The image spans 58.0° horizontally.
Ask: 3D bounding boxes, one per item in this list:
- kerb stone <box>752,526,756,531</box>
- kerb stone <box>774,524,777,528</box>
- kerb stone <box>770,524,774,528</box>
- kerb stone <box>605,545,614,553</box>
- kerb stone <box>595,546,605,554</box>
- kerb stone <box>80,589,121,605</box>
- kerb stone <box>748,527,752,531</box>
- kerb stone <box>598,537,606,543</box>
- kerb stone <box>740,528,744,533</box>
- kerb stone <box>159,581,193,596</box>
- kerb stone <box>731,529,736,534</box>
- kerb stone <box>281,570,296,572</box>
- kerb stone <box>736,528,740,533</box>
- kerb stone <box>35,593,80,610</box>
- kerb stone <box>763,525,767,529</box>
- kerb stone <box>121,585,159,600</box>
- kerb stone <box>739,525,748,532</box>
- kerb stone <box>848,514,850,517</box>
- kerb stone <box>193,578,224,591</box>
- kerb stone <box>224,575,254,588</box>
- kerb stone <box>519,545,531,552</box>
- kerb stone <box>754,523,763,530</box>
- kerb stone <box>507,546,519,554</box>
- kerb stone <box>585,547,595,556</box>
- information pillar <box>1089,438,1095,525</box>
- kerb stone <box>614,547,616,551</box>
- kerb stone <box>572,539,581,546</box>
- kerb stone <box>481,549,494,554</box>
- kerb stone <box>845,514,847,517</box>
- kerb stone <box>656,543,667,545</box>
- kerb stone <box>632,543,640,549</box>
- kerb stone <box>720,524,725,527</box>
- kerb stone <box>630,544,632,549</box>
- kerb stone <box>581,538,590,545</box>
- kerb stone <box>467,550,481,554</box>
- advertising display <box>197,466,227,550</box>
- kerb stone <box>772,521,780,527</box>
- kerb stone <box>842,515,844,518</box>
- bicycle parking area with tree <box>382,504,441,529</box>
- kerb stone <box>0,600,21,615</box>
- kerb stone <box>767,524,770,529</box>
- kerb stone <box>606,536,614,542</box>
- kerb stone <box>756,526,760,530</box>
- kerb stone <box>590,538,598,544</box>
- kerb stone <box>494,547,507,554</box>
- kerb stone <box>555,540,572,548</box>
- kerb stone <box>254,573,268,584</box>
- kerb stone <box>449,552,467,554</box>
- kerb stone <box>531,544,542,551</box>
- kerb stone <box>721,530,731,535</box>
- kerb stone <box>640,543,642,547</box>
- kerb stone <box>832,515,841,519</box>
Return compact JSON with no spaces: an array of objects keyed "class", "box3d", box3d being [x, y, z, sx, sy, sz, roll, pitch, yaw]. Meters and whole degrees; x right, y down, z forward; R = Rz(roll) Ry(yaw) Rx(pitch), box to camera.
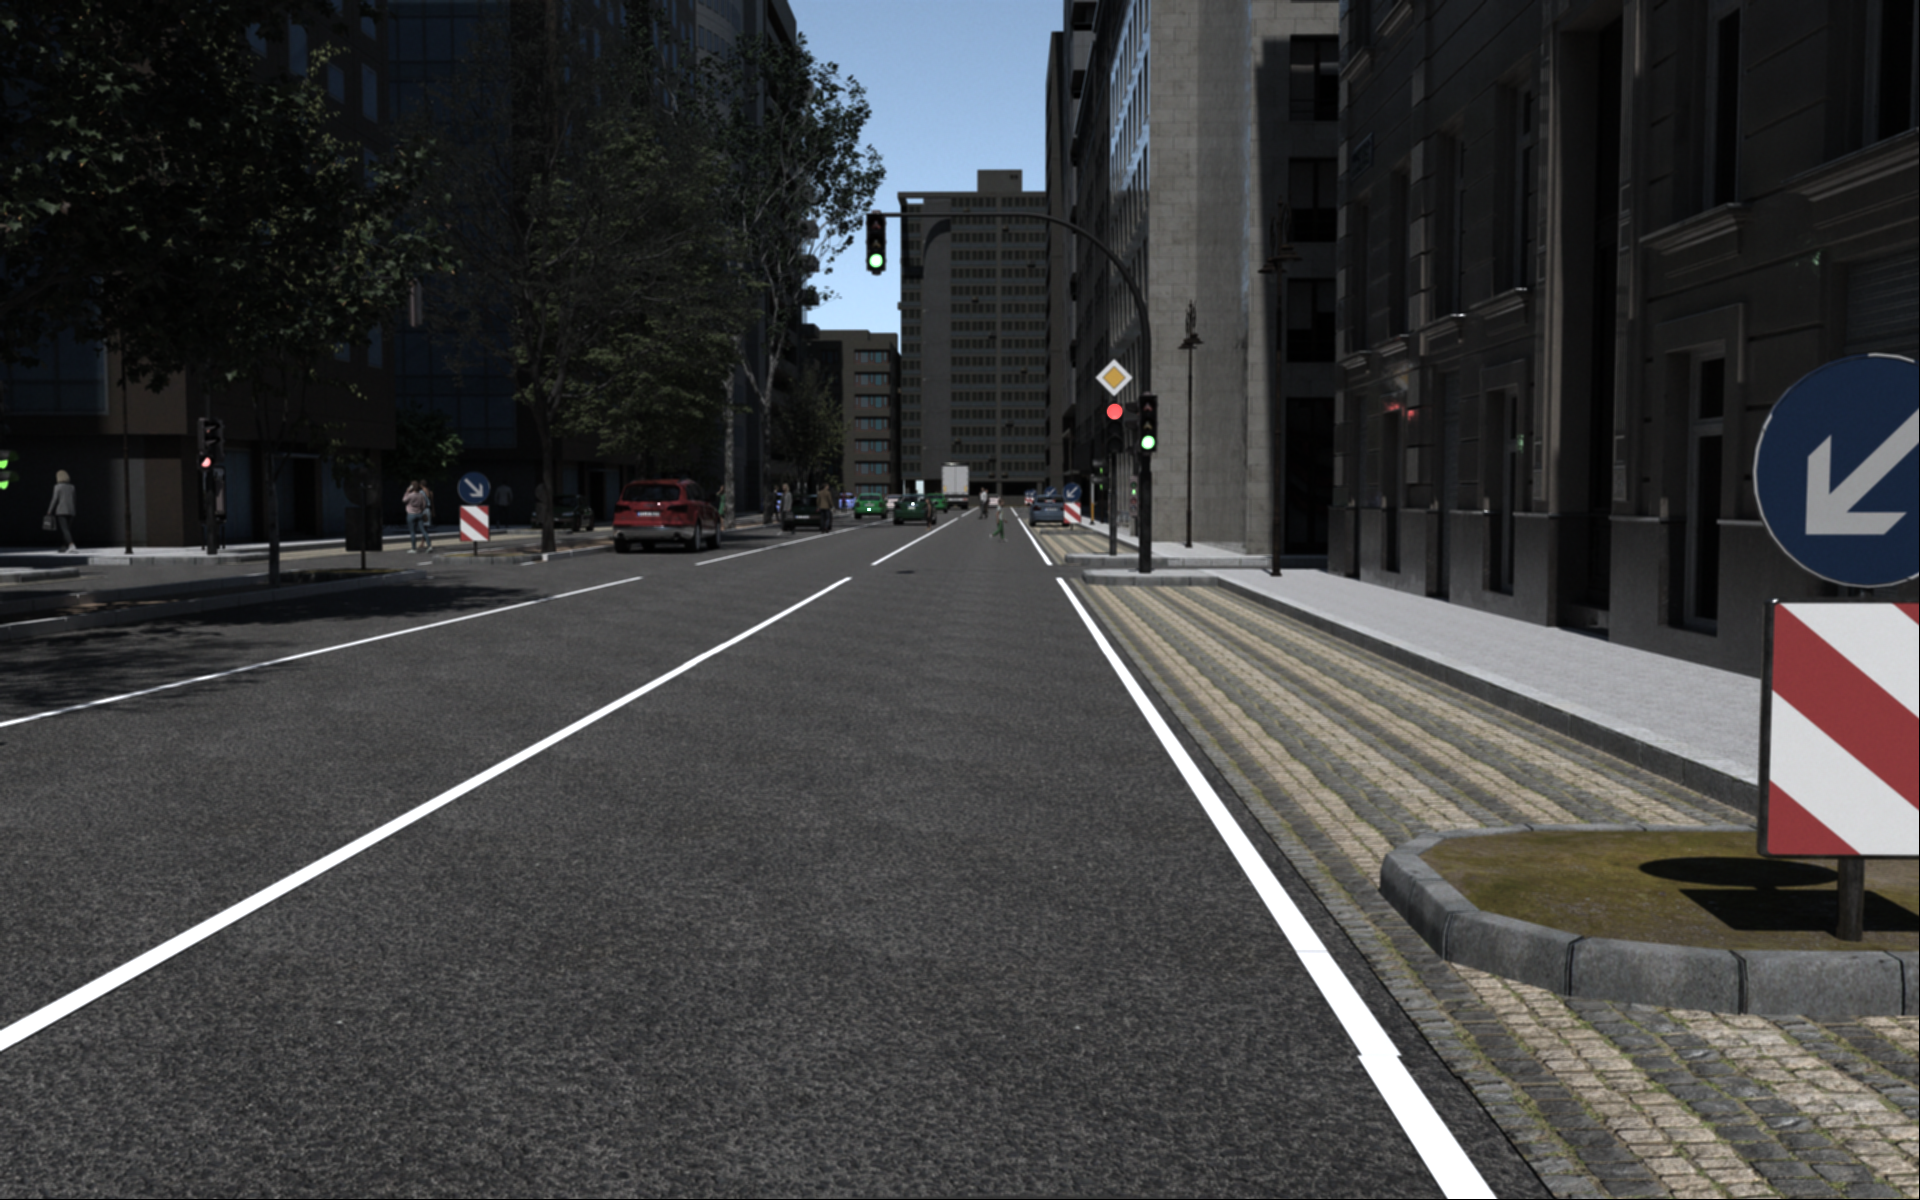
[{"class":"kerb stone","box3d":[-8.136,-2.747,67.183,0.120,0.150,1.000,0,4,1]},{"class":"kerb stone","box3d":[-7.982,-3.127,73.323,0.120,0.150,1.000,0,4,1]},{"class":"kerb stone","box3d":[-8.015,-3.064,72.294,0.120,0.150,1.000,0,4,1]},{"class":"kerb stone","box3d":[-8.741,-1.248,42.599,0.120,0.150,1.000,0,4,1]},{"class":"kerb stone","box3d":[-8.762,-1.185,41.574,0.120,0.150,1.000,0,4,1]},{"class":"kerb stone","box3d":[-11.323,-0.028,22.658,0.120,0.150,1.000,0,4,1]},{"class":"kerb stone","box3d":[-8.163,-2.685,66.161,0.120,0.150,1.000,0,4,1]},{"class":"kerb stone","box3d":[-10.635,-1.752,50.874,0.120,0.150,1.000,0,4,1]},{"class":"kerb stone","box3d":[-8.217,-2.557,64.108,0.120,0.150,1.000,0,4,1]},{"class":"kerb stone","box3d":[-11.275,-0.153,24.702,0.120,0.150,1.000,0,4,1]},{"class":"kerb stone","box3d":[-8.263,-2.438,62.049,0.120,0.150,1.000,0,4,1]},{"class":"kerb stone","box3d":[-11.176,-0.404,28.795,0.120,0.150,1.000,0,4,1]},{"class":"kerb stone","box3d":[-8.237,-2.499,63.076,0.120,0.150,1.000,0,4,1]},{"class":"kerb stone","box3d":[-11.347,0.035,21.630,0.120,0.150,1.000,0,4,1]},{"class":"kerb stone","box3d":[-8.071,-2.939,70.248,0.120,0.150,1.000,0,4,1]},{"class":"kerb stone","box3d":[-11.295,-0.091,23.680,0.120,0.150,1.000,0,4,1]},{"class":"kerb stone","box3d":[-8.191,-2.624,65.132,0.120,0.150,1.000,0,4,1]},{"class":"kerb stone","box3d":[-7.136,-5.261,108.205,0.120,0.150,1.000,0,4,1]},{"class":"kerb stone","box3d":[-11.253,-0.216,25.726,0.120,0.150,1.000,0,4,1]},{"class":"kerb stone","box3d":[-11.223,-0.277,26.752,0.120,0.150,1.000,0,4,1]},{"class":"kerb stone","box3d":[-10.835,-1.251,42.673,0.120,0.150,1.000,0,4,1]},{"class":"kerb stone","box3d":[-8.087,-2.875,69.226,0.120,0.150,1.000,0,4,1]},{"class":"kerb stone","box3d":[-10.861,-1.189,41.638,0.120,0.150,1.000,0,4,1]},{"class":"kerb stone","box3d":[-8.788,-1.118,40.551,0.120,0.150,1.000,0,4,1]},{"class":"information pillar","box3d":[5.555,-4.985,72.858,0.183,3.616,0.504,0,4,-5]},{"class":"kerb stone","box3d":[-8.718,-1.306,43.625,0.120,0.150,1.000,0,4,1]},{"class":"kerb stone","box3d":[-10.707,-1.566,47.797,0.120,0.150,1.000,0,4,1]},{"class":"kerb stone","box3d":[-10.915,-1.063,39.589,0.120,0.150,1.000,0,4,1]},{"class":"kerb stone","box3d":[-7.186,-5.135,106.150,0.120,0.150,1.000,0,4,1]},{"class":"kerb stone","box3d":[-8.564,-1.680,49.760,0.120,0.150,1.000,0,4,1]},{"class":"kerb stone","box3d":[-8.660,-1.436,45.669,0.120,0.150,1.000,0,4,1]},{"class":"kerb stone","box3d":[-10.082,-3.130,73.446,0.120,0.150,1.000,0,4,1]},{"class":"kerb stone","box3d":[-8.688,-1.370,44.648,0.120,0.150,1.000,0,4,1]},{"class":"kerb stone","box3d":[-10.685,-1.629,48.823,0.120,0.150,1.000,0,4,1]},{"class":"kerb stone","box3d":[-10.936,-0.997,38.560,0.120,0.150,1.000,0,4,1]},{"class":"advertising display","box3d":[-17.197,-2.118,39.844,0.123,1.923,0.974,0,4,7]},{"class":"kerb stone","box3d":[-7.964,-3.190,74.349,0.120,0.150,1.000,0,4,1]},{"class":"kerb stone","box3d":[-7.244,-5.009,104.099,0.120,0.150,1.000,0,4,1]},{"class":"bicycle parking area with tree","box3d":[-24.708,-4.739,64.481,9.016,4.147,8.231,-3,4,-38]},{"class":"kerb stone","box3d":[-11.375,0.100,20.609,0.120,0.150,1.000,0,4,1]},{"class":"kerb stone","box3d":[-8.033,-3.002,71.270,0.120,0.150,1.000,0,4,1]},{"class":"kerb stone","box3d":[-10.612,-1.816,51.896,0.120,0.150,1.000,0,4,1]},{"class":"kerb stone","box3d":[-8.112,-2.812,68.204,0.120,0.150,1.000,0,4,1]},{"class":"kerb stone","box3d":[-10.657,-1.691,49.848,0.120,0.150,1.000,0,4,1]},{"class":"kerb stone","box3d":[-10.889,-1.119,40.612,0.120,0.150,1.000,0,4,1]},{"class":"kerb stone","box3d":[-10.736,-1.503,46.772,0.120,0.150,1.000,0,4,1]},{"class":"kerb stone","box3d":[-11.198,-0.341,27.774,0.120,0.150,1.000,0,4,1]},{"class":"kerb stone","box3d":[-10.959,-0.937,37.523,0.120,0.150,1.000,0,4,1]},{"class":"kerb stone","box3d":[-10.813,-1.315,43.699,0.120,0.150,1.000,0,4,1]},{"class":"kerb stone","box3d":[-8.282,-2.371,61.021,0.120,0.150,1.000,0,4,1]},{"class":"kerb stone","box3d":[-8.637,-1.498,46.691,0.120,0.150,1.000,0,4,1]},{"class":"kerb stone","box3d":[-7.285,-4.884,102.047,0.120,0.150,1.000,0,4,1]}]
